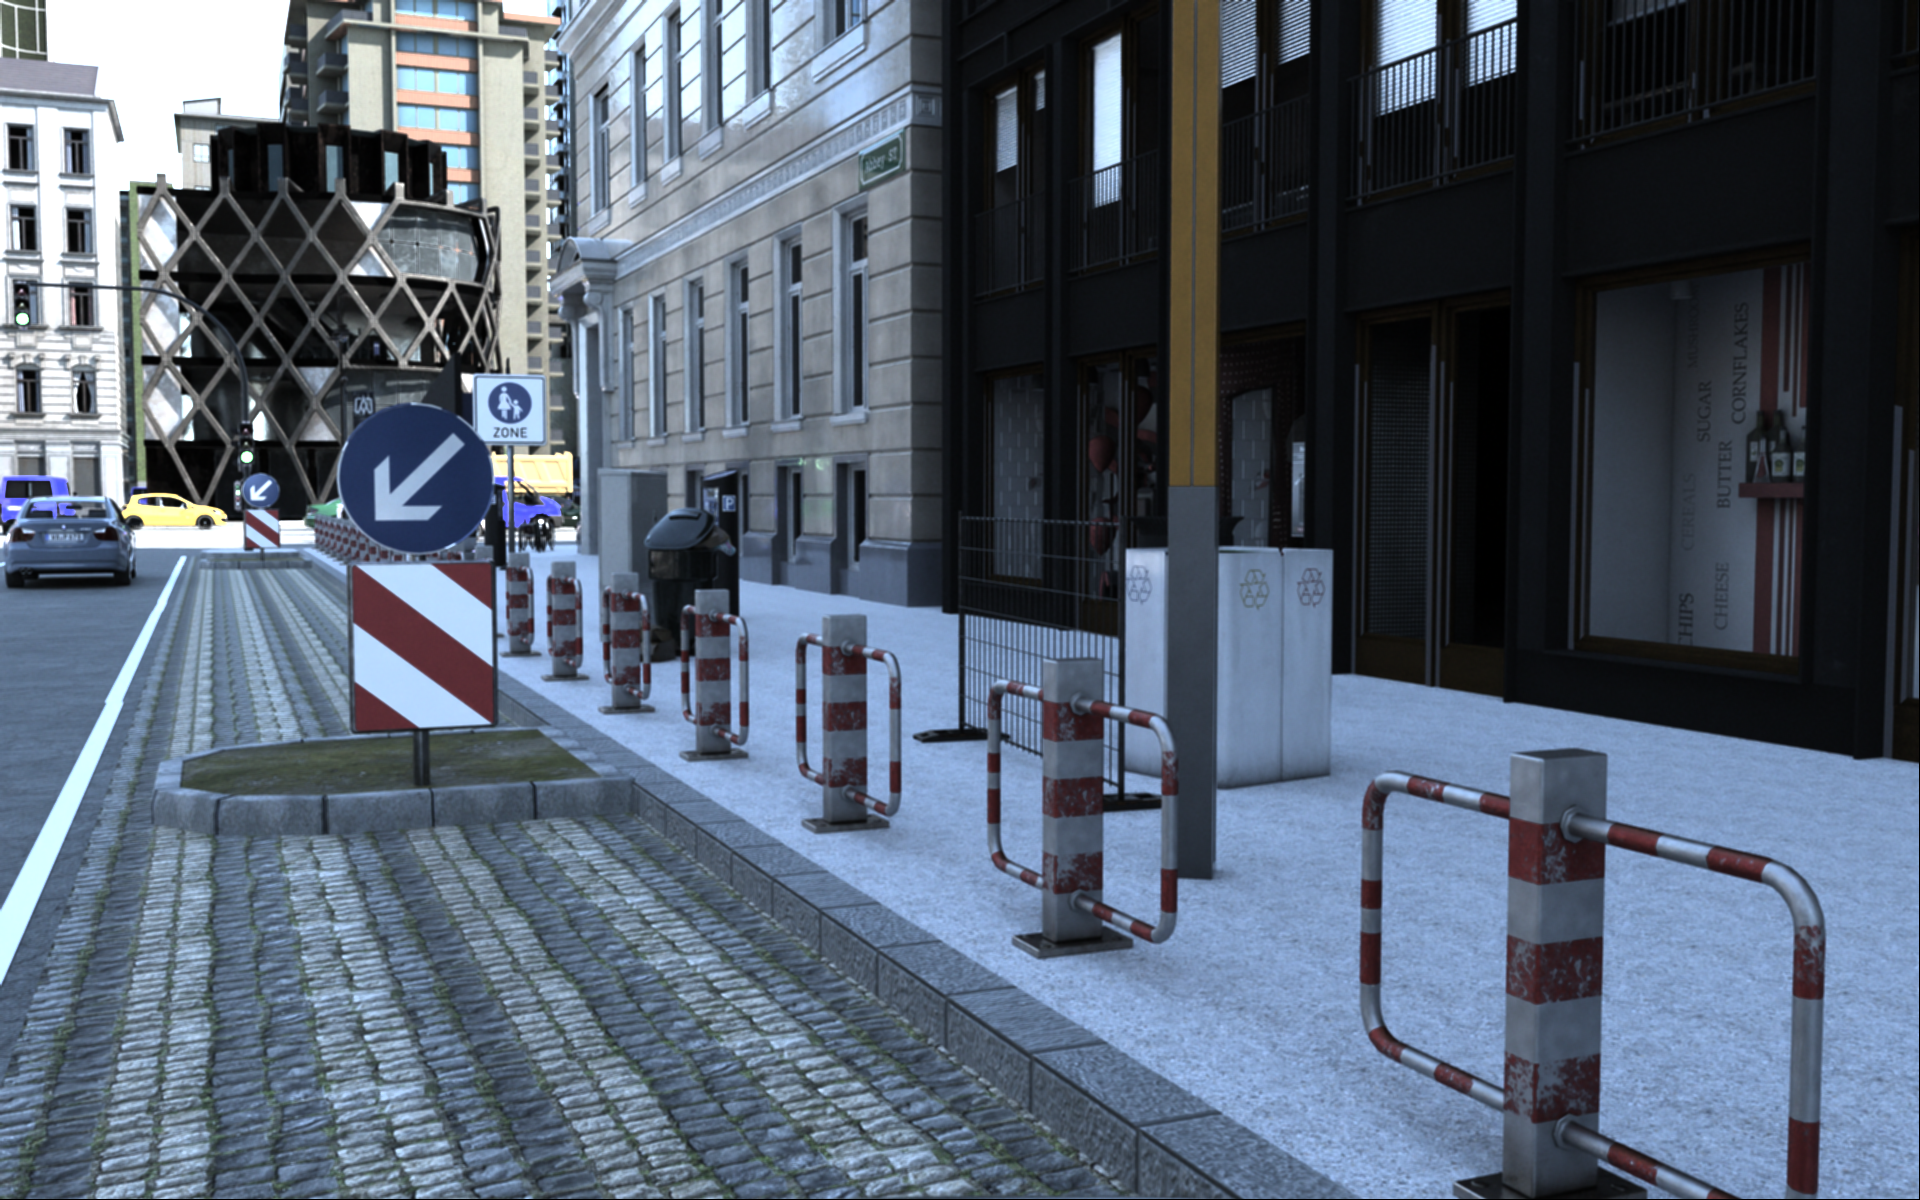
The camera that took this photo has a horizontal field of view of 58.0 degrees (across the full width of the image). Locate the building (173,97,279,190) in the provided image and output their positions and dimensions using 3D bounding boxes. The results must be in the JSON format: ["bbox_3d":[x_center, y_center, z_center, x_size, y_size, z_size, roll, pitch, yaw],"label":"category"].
[{"bbox_3d":[-93.263,-39.835,240.545,27.495,52.752,28.713,-2,4,-23],"label":"building"}]

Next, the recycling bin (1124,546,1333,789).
[{"bbox_3d":[1.215,0.281,7.967,0.722,1.027,0.722,-2,4,-35],"label":"recycling bin"}]

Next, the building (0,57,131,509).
[{"bbox_3d":[-47.230,-13.936,77.011,18.267,20.994,9.793,-2,4,-23],"label":"building"}]

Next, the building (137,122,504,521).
[{"bbox_3d":[-32.090,-13.484,87.908,16.811,18.784,16.820,-2,4,-23],"label":"building"}]

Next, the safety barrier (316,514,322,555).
[{"bbox_3d":[-13.378,-1.370,36.674,0.300,0.817,1.120,-2,4,-23],"label":"safety barrier"}]

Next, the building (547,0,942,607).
[{"bbox_3d":[1.275,-14.936,30.113,13.634,28.700,20.117,-2,4,-23],"label":"building"}]

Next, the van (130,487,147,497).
[{"bbox_3d":[-74.459,-9.381,157.755,2.240,2.365,5.245,-2,4,-24],"label":"van"}]

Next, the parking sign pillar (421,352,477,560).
[{"bbox_3d":[-9.894,-2.754,33.502,1.447,3.967,1.447,3,5,44],"label":"parking sign pillar"}]

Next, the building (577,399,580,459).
[{"bbox_3d":[-11.351,-14.002,96.382,16.811,18.784,16.820,-2,4,-23],"label":"building"}]

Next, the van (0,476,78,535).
[{"bbox_3d":[-32.983,-3.523,61.990,2.240,2.365,5.245,-1,4,-21],"label":"van"}]

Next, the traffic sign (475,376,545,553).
[{"bbox_3d":[-3.854,-0.779,14.871,0.606,2.300,0.079,-1,4,-19],"label":"traffic sign"}]

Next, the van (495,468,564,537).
[{"bbox_3d":[-16.018,-3.293,58.233,5.245,2.365,2.240,-1,4,-22],"label":"van"}]

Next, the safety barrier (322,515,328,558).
[{"bbox_3d":[-12.619,-1.262,34.913,0.300,0.817,1.120,-2,4,-23],"label":"safety barrier"}]

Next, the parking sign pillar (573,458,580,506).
[{"bbox_3d":[-20.628,-6.472,94.296,1.447,3.967,1.447,0,4,6],"label":"parking sign pillar"}]

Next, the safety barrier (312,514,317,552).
[{"bbox_3d":[-14.145,-1.478,38.448,0.300,0.817,1.120,-2,4,-23],"label":"safety barrier"}]

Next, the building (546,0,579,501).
[{"bbox_3d":[-30.623,-53.571,188.562,31.000,86.520,22.319,-2,4,-23],"label":"building"}]

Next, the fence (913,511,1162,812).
[{"bbox_3d":[0.334,0.193,8.051,0.480,1.192,2.264,-1,4,-18],"label":"fence"}]

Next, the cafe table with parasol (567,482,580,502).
[{"bbox_3d":[-29.948,-7.796,132.328,2.610,1.966,2.610,-2,4,-31],"label":"cafe table with parasol"}]

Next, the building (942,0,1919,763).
[{"bbox_3d":[8.580,-11.223,13.167,12.332,23.373,15.834,-2,4,-23],"label":"building"}]

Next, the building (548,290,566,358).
[{"bbox_3d":[-57.962,-29.190,248.953,14.107,30.474,14.160,-2,4,-23],"label":"building"}]

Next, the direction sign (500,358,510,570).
[{"bbox_3d":[-7.611,-2.279,29.254,0.379,3.537,0.876,-1,4,-16],"label":"direction sign"}]

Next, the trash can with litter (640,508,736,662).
[{"bbox_3d":[-2.240,-0.134,13.581,0.624,1.170,1.055,1,4,17],"label":"trash can with litter"}]

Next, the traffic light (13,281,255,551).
[{"bbox_3d":[-17.975,-3.875,38.032,4.771,5.953,1.251,-2,4,-23],"label":"traffic light"}]

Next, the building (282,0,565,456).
[{"bbox_3d":[-48.037,-30.585,154.694,22.147,44.769,28.867,-2,4,-23],"label":"building"}]

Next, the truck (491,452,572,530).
[{"bbox_3d":[-20.777,-4.524,69.888,9.791,3.379,3.469,-1,4,-22],"label":"truck"}]

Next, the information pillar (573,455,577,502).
[{"bbox_3d":[-22.752,-6.818,102.836,0.504,3.616,0.183,-3,4,-38],"label":"information pillar"}]

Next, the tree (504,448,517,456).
[{"bbox_3d":[-31.598,-8.339,120.056,4.285,4.588,4.351,0,3,0],"label":"tree"}]

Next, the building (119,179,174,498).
[{"bbox_3d":[-109.579,-33.189,226.238,14.086,41.232,14.154,-2,4,-23],"label":"building"}]

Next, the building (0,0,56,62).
[{"bbox_3d":[-127.156,-47.900,221.423,20.611,71.187,20.563,-2,4,-23],"label":"building"}]

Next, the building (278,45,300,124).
[{"bbox_3d":[-57.741,-33.892,177.830,21.300,48.544,21.600,-2,4,-23],"label":"building"}]

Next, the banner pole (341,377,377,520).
[{"bbox_3d":[-12.909,-2.880,37.102,0.863,3.779,0.401,-1,4,-9],"label":"banner pole"}]

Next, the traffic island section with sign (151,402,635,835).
[{"bbox_3d":[-2.752,0.025,8.216,1.989,1.847,2.006,-2,4,-23],"label":"traffic island section with sign"}]
